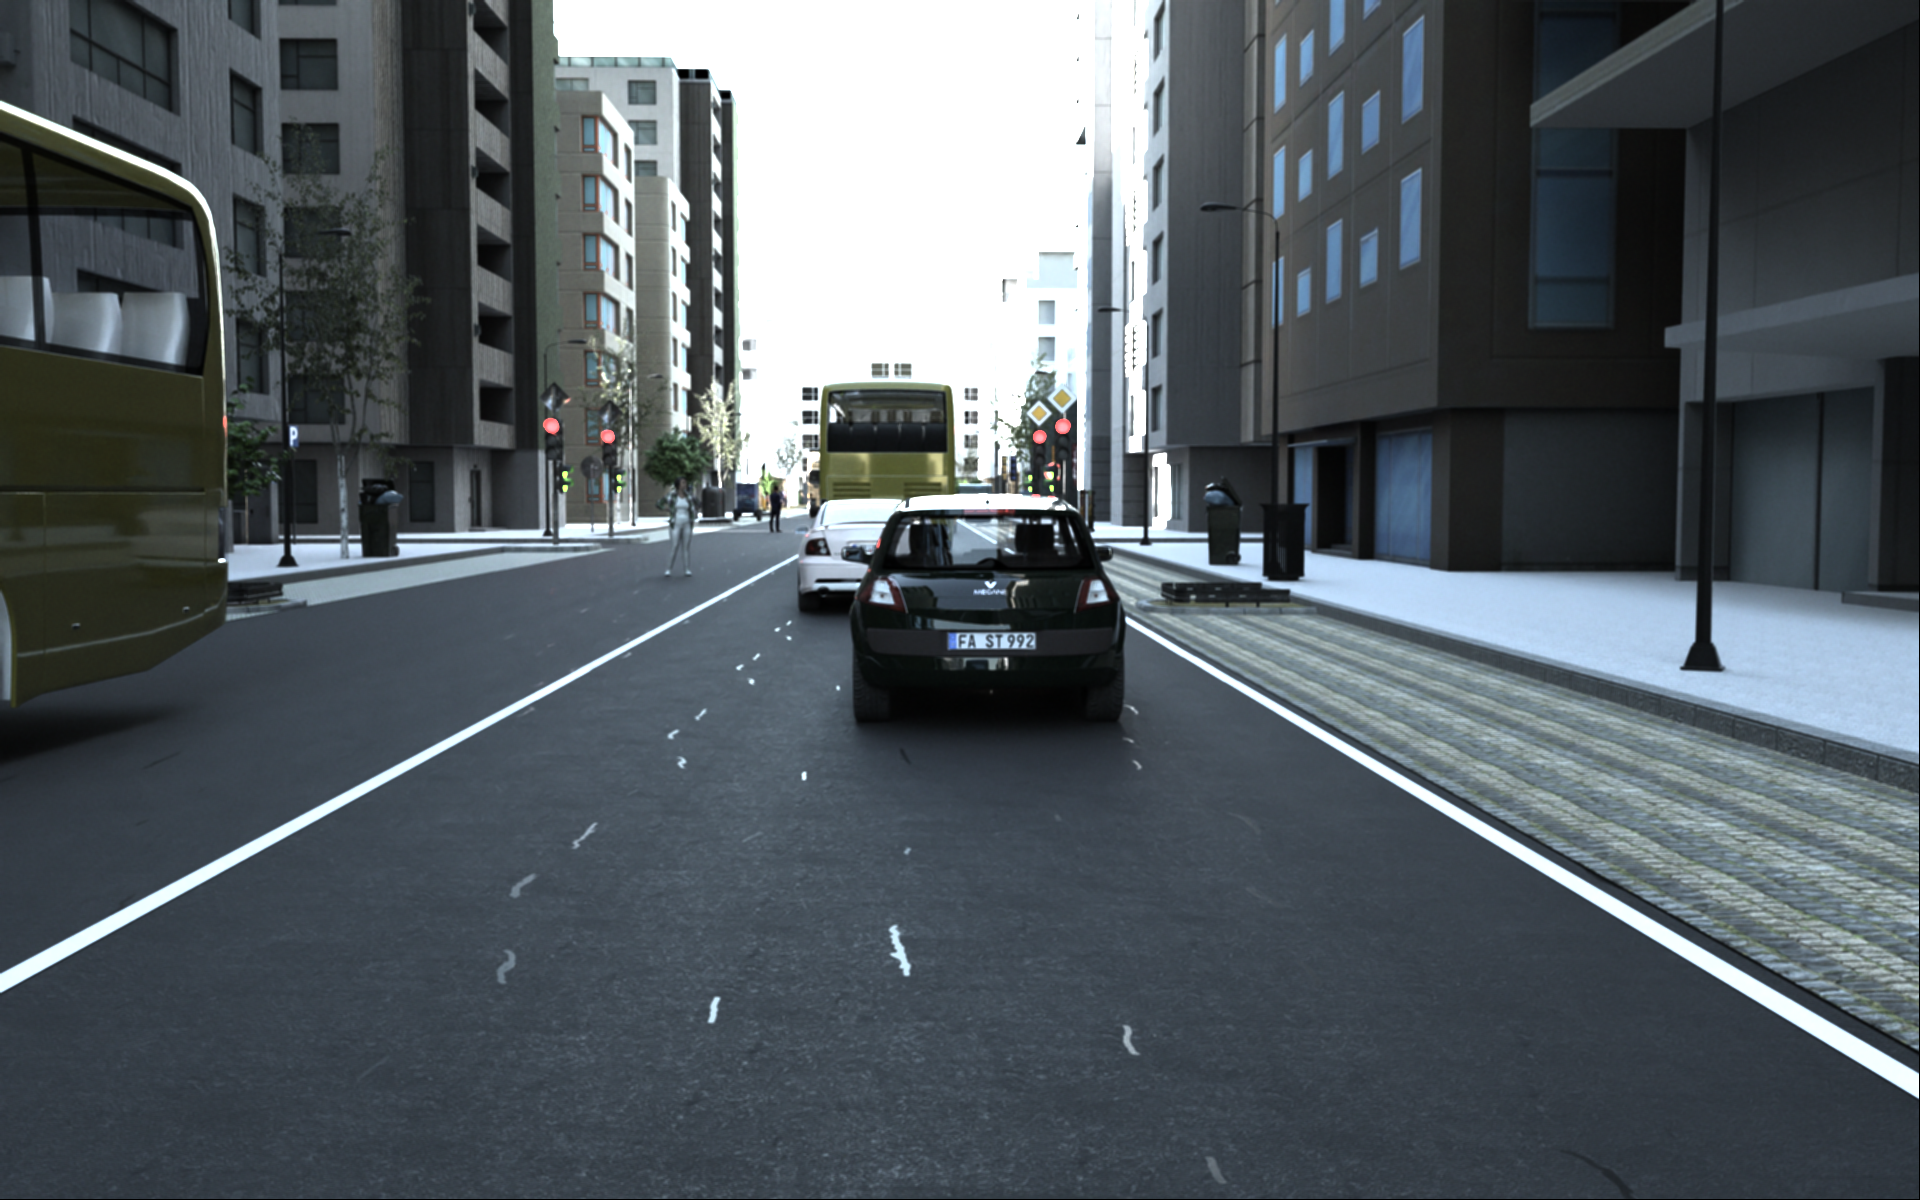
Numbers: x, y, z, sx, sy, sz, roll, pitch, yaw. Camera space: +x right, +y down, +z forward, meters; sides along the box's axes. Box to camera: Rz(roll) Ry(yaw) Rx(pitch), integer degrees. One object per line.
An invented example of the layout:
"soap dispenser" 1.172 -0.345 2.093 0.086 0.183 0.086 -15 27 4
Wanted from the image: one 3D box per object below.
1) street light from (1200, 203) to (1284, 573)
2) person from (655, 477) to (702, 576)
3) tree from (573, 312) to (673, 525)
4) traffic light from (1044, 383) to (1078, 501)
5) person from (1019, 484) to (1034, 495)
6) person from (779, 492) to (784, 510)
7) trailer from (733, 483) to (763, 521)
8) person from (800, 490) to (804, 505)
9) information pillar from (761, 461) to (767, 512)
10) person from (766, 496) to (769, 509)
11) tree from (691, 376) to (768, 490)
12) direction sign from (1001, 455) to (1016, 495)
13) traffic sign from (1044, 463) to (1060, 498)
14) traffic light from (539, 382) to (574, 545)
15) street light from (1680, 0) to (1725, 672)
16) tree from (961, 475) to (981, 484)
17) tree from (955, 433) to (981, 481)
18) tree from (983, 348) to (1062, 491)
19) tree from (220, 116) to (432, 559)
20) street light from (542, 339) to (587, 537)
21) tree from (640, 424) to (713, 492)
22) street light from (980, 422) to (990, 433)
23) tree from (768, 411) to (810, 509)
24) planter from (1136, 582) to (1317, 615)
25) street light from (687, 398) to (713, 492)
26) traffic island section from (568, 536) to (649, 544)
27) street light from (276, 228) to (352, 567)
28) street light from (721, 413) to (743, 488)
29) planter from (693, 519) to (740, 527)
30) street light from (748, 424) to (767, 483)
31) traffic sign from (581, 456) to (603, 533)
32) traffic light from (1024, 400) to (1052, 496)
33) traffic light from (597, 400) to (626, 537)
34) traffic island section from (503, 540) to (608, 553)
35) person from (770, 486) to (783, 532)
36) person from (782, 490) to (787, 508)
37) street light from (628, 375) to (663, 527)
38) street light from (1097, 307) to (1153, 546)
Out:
"street light" 4.533 -3.381 27.823 1.470 5.913 1.316 0 4 -2
"person" -4.912 -1.297 30.427 0.841 1.734 0.376 -1 4 -19
"tree" -13.908 -7.364 70.767 4.360 8.622 3.978 0 3 0
"traffic light" 2.558 -3.360 43.854 0.839 4.253 0.868 0 4 -2
"person" 2.208 -2.944 56.755 0.598 1.807 0.434 1 4 11
"person" -14.700 -8.231 141.064 0.683 1.767 0.568 0 4 -5
"trailer" -11.143 -5.101 90.455 1.471 1.999 3.904 0 4 -3
"person" -18.454 -11.994 202.859 0.721 1.735 1.217 -1 4 -21
"information pillar" -14.077 -8.123 124.170 0.183 3.616 0.504 -3 4 -36
"person" -16.185 -8.343 145.702 0.557 1.426 1.065 2 4 29
"tree" -14.777 -9.685 108.715 4.360 8.622 3.978 0 3 0
"direction sign" 2.840 -6.695 101.460 0.876 3.537 0.379 1 4 12
"traffic sign" 3.822 -4.315 70.663 0.768 2.556 0.104 0 4 2
"traffic light" -10.158 -3.338 43.494 0.839 4.253 0.868 0 4 -2
"street light" 4.899 -2.444 12.499 1.470 5.913 1.316 0 4 -2
"tree" 1.479 -11.664 185.309 1.663 3.219 1.824 0 3 0
"tree" 1.031 -15.531 204.294 4.360 8.622 3.978 0 3 0
"tree" 3.301 -8.321 86.405 4.737 8.622 4.395 0 3 0
"tree" -12.245 -5.114 33.978 4.360 8.622 3.978 0 3 0
"street light" -11.904 -4.868 52.139 1.470 5.913 1.316 0 4 -2
"tree" -13.274 -5.974 81.396 4.285 4.588 4.351 0 3 0
"street light" 2.229 -8.484 111.255 1.470 5.913 1.316 0 4 -2
"tree" -15.291 -12.427 153.543 4.360 8.622 3.978 0 3 0
"planter" 3.206 -0.015 21.392 1.991 0.319 1.994 0 4 -2
"street light" -12.674 -6.824 84.116 1.470 5.913 1.316 0 4 -2
"traffic island section" -10.415 -1.794 51.609 2.009 0.180 2.903 0 4 -2
"street light" -11.339 -3.541 30.435 1.470 5.913 1.316 0 4 -2
"street light" -13.121 -7.761 99.437 1.470 5.913 1.316 0 4 -2
"planter" -10.770 -3.394 76.636 1.991 0.319 1.994 0 4 -2
"street light" -13.544 -8.733 115.328 1.470 5.913 1.316 0 4 -2
"traffic sign" -12.272 -3.526 57.758 0.768 2.556 0.104 0 4 2
"traffic light" 2.342 -3.848 51.836 0.839 4.253 0.868 0 4 -2
"traffic light" -10.375 -3.826 51.476 0.839 4.253 0.868 0 4 -2
"traffic island section" -10.198 -1.306 43.627 2.009 0.180 2.903 0 4 -2
"person" -6.930 -3.445 65.533 0.576 1.737 0.504 2 4 26
"person" -16.634 -9.582 163.644 0.756 1.711 0.436 3 5 45
"street light" -12.248 -5.806 67.463 1.470 5.913 1.316 0 4 -2
"street light" 4.109 -4.318 43.146 1.470 5.913 1.316 0 4 -2
